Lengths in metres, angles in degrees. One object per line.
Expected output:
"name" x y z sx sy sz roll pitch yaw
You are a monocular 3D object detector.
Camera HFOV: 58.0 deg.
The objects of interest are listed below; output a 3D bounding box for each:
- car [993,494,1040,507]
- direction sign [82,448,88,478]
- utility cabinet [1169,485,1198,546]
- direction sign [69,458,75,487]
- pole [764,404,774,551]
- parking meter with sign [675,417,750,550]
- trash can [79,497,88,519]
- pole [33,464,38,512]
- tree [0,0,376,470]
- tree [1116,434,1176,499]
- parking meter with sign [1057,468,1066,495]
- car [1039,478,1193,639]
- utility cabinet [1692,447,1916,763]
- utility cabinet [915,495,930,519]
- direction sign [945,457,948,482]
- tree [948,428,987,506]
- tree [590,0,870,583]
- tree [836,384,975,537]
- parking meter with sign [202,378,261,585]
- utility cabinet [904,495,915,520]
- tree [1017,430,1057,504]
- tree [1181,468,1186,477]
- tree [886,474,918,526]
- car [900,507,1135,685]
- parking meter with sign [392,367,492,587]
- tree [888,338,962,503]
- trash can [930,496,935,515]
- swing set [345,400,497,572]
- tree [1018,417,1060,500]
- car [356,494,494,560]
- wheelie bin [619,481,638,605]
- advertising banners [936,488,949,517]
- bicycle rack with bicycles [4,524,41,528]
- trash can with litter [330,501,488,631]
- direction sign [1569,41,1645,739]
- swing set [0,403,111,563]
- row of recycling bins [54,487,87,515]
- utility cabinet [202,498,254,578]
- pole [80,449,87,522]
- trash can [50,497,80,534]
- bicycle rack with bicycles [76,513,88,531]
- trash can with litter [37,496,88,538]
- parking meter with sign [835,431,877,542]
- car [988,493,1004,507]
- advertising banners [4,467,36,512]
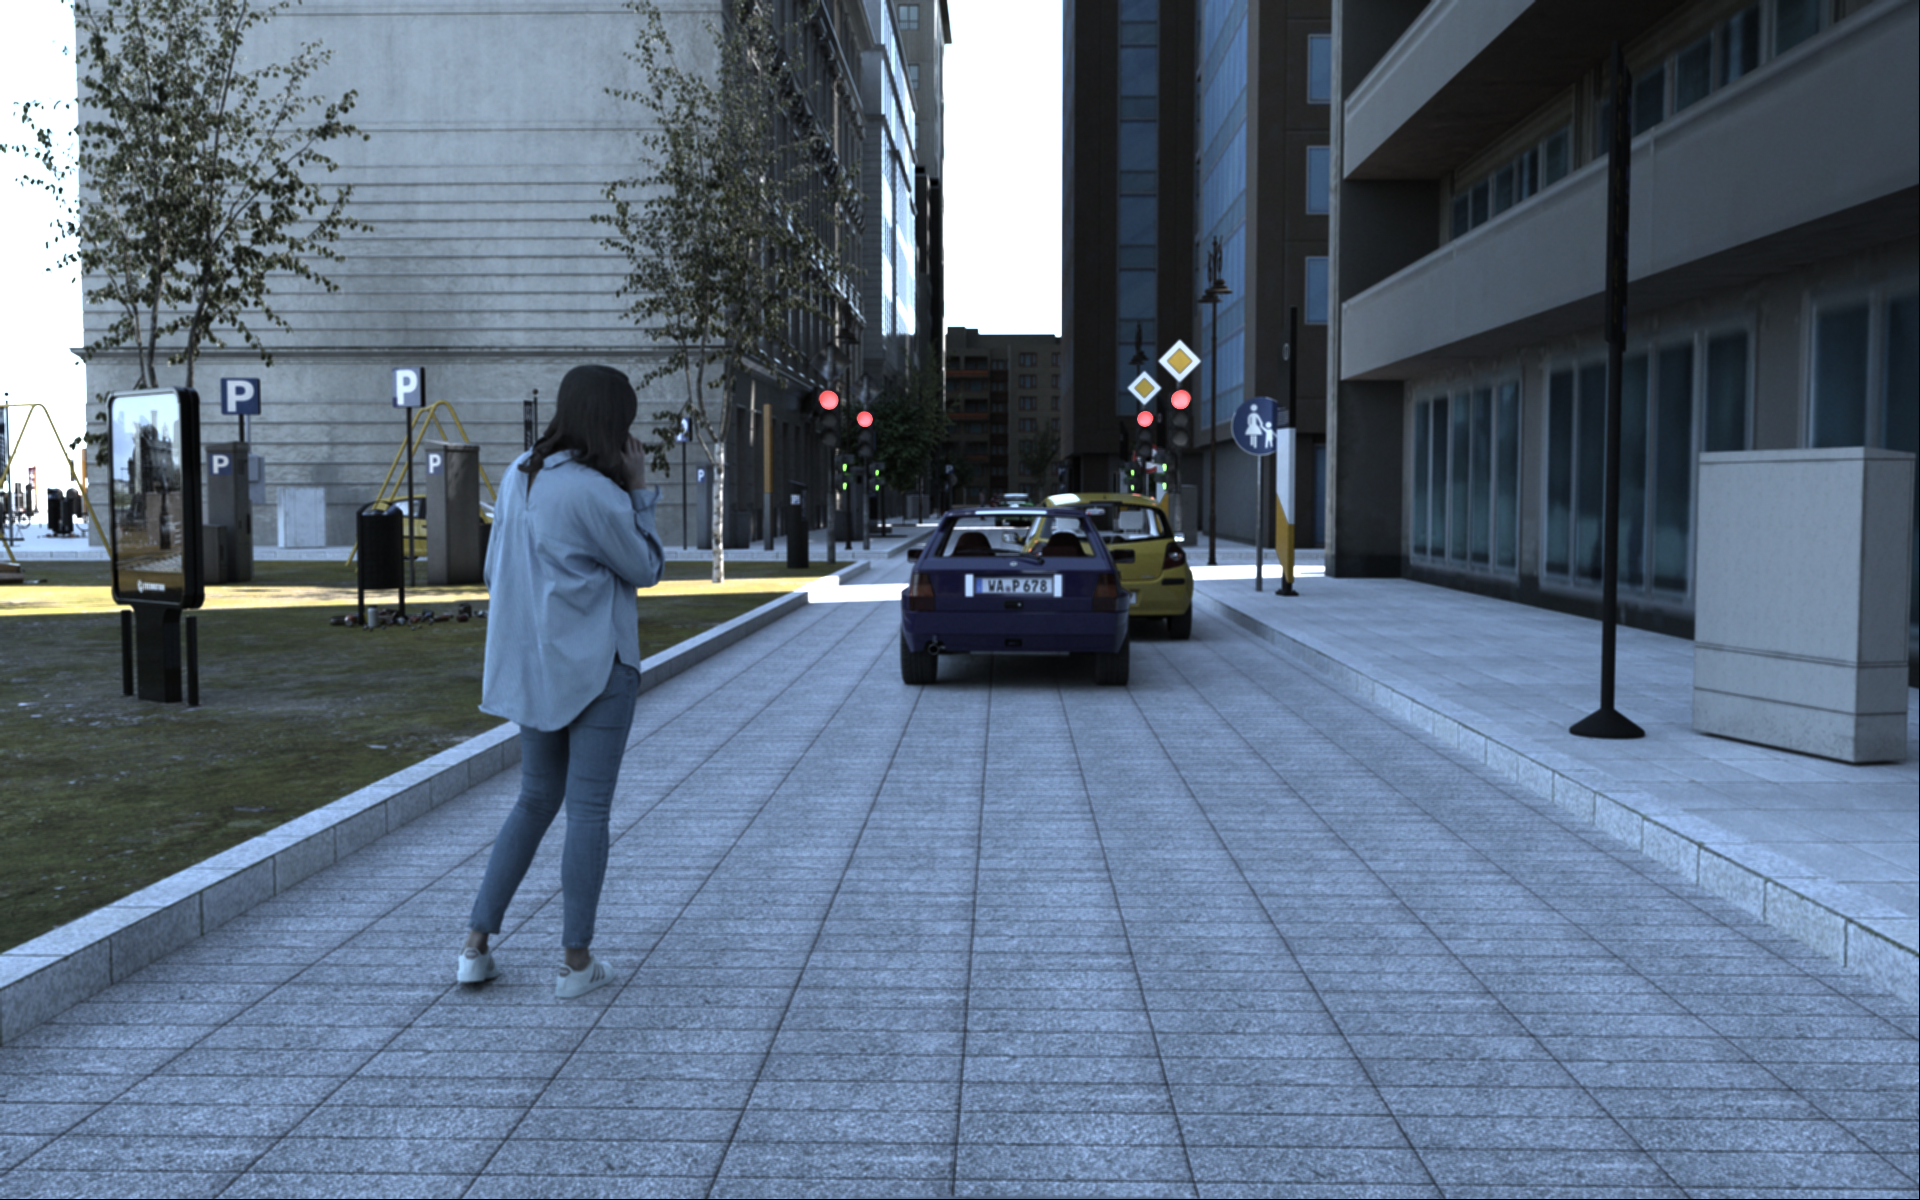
"car" 2.515 -4.006 77.303 2.131 1.459 4.920 0 4 3
"direction sign" -42.604 -5.693 85.075 0.876 3.537 0.379 -1 4 -14
"utility cabinet" 5.330 -2.051 42.213 0.318 1.500 1.173 3 5 44
"direction sign" -56.539 -7.239 110.356 0.379 3.537 0.876 -1 4 -9
"pole" -4.343 -2.779 39.279 0.158 3.312 0.155 0 3 0
"parking meter with sign" -5.699 -2.684 40.147 1.738 3.016 0.543 -3 5 -43
"trash can" -46.179 -4.860 91.115 0.748 1.137 0.748 0 3 0
"pole" -62.330 -7.520 116.794 0.158 3.312 0.155 0 3 0
"tree" -9.147 -4.280 20.338 4.360 8.622 3.978 0 3 0
"tree" 5.690 -3.571 52.993 1.663 3.219 1.824 0 3 0
"parking meter with sign" 6.183 -6.653 105.039 0.543 3.016 1.738 0 4 2
"car" 1.463 -0.508 18.535 2.015 1.641 3.980 0 4 1
"utility cabinet" 4.212 -0.001 8.698 0.318 1.500 1.173 -1 4 -14
"utility cabinet" -2.100 -4.849 90.443 1.020 1.237 0.306 2 4 26
"direction sign" -0.834 -6.934 105.372 0.379 3.537 0.876 -1 4 -9
"tree" 0.755 -14.794 192.250 4.360 8.622 3.978 0 3 0
"tree" -3.441 -4.566 25.013 4.360 8.622 3.978 0 3 0
"tree" -2.267 -4.170 51.890 4.285 4.588 4.351 0 3 0
"parking meter with sign" -10.716 -1.775 25.282 0.543 3.016 1.738 0 4 -6
"utility cabinet" -2.606 -4.595 86.295 0.306 1.237 1.020 -1 4 -12
"tree" 8.744 -14.800 192.336 4.360 8.622 3.978 0 3 0
"tree" 6.389 -3.715 55.349 1.663 3.219 1.824 0 3 0
"tree" -2.405 -4.596 69.752 1.663 3.219 1.824 0 3 0
"car" 0.492 -0.108 14.348 1.945 1.354 3.894 0 4 3
"parking meter with sign" -7.194 -1.736 24.645 0.543 3.016 1.738 2 4 29
"tree" -1.894 -8.066 82.243 4.737 8.622 4.395 0 3 0
"trash can" -1.954 -5.869 107.609 0.748 1.137 0.748 0 3 0
"swing set" -9.209 -2.001 30.332 2.862 2.851 3.119 -1 4 -22
"tree" 7.746 -13.167 165.639 4.737 8.622 4.395 0 3 0
"car" -10.365 -1.565 35.814 3.980 1.641 2.015 0 4 3
"wheelie bin" -3.500 -0.567 17.182 0.693 1.594 0.980 0 4 4
"advertising banners" -1.012 -6.294 99.095 0.090 3.025 2.074 1 4 21
"bicycle rack with bicycles" -35.923 -3.157 65.007 2.925 0.926 2.852 1 4 20
"trash can with litter" -5.427 -0.387 17.387 1.678 1.210 2.233 2 4 31
"direction sign" 3.455 -1.049 9.145 0.379 3.537 0.876 2 4 25
"swing set" -17.133 -2.006 30.415 3.119 2.851 2.862 2 4 27
"row of recycling bins" -54.409 -6.124 107.247 3.534 1.692 1.069 -1 4 -19
"utility cabinet" -11.375 -0.937 26.478 1.020 1.237 0.306 0 4 -4
"pole" -39.584 -5.162 78.234 0.158 3.312 0.155 0 3 0
"trash can" -28.928 -2.702 55.828 0.748 1.137 0.748 0 3 0
"bicycle rack with bicycles" -29.144 -2.868 60.277 2.925 0.926 2.852 -2 4 -27
"trash can with litter" -26.573 -2.470 51.437 2.233 1.210 1.678 3 5 44
"parking meter with sign" -2.914 -3.119 47.258 0.543 3.016 1.738 2 4 25
"car" 3.442 -8.428 146.836 2.155 1.783 4.494 0 3 0
"advertising banners" -59.832 -6.972 110.184 0.090 3.025 2.074 3 5 44
